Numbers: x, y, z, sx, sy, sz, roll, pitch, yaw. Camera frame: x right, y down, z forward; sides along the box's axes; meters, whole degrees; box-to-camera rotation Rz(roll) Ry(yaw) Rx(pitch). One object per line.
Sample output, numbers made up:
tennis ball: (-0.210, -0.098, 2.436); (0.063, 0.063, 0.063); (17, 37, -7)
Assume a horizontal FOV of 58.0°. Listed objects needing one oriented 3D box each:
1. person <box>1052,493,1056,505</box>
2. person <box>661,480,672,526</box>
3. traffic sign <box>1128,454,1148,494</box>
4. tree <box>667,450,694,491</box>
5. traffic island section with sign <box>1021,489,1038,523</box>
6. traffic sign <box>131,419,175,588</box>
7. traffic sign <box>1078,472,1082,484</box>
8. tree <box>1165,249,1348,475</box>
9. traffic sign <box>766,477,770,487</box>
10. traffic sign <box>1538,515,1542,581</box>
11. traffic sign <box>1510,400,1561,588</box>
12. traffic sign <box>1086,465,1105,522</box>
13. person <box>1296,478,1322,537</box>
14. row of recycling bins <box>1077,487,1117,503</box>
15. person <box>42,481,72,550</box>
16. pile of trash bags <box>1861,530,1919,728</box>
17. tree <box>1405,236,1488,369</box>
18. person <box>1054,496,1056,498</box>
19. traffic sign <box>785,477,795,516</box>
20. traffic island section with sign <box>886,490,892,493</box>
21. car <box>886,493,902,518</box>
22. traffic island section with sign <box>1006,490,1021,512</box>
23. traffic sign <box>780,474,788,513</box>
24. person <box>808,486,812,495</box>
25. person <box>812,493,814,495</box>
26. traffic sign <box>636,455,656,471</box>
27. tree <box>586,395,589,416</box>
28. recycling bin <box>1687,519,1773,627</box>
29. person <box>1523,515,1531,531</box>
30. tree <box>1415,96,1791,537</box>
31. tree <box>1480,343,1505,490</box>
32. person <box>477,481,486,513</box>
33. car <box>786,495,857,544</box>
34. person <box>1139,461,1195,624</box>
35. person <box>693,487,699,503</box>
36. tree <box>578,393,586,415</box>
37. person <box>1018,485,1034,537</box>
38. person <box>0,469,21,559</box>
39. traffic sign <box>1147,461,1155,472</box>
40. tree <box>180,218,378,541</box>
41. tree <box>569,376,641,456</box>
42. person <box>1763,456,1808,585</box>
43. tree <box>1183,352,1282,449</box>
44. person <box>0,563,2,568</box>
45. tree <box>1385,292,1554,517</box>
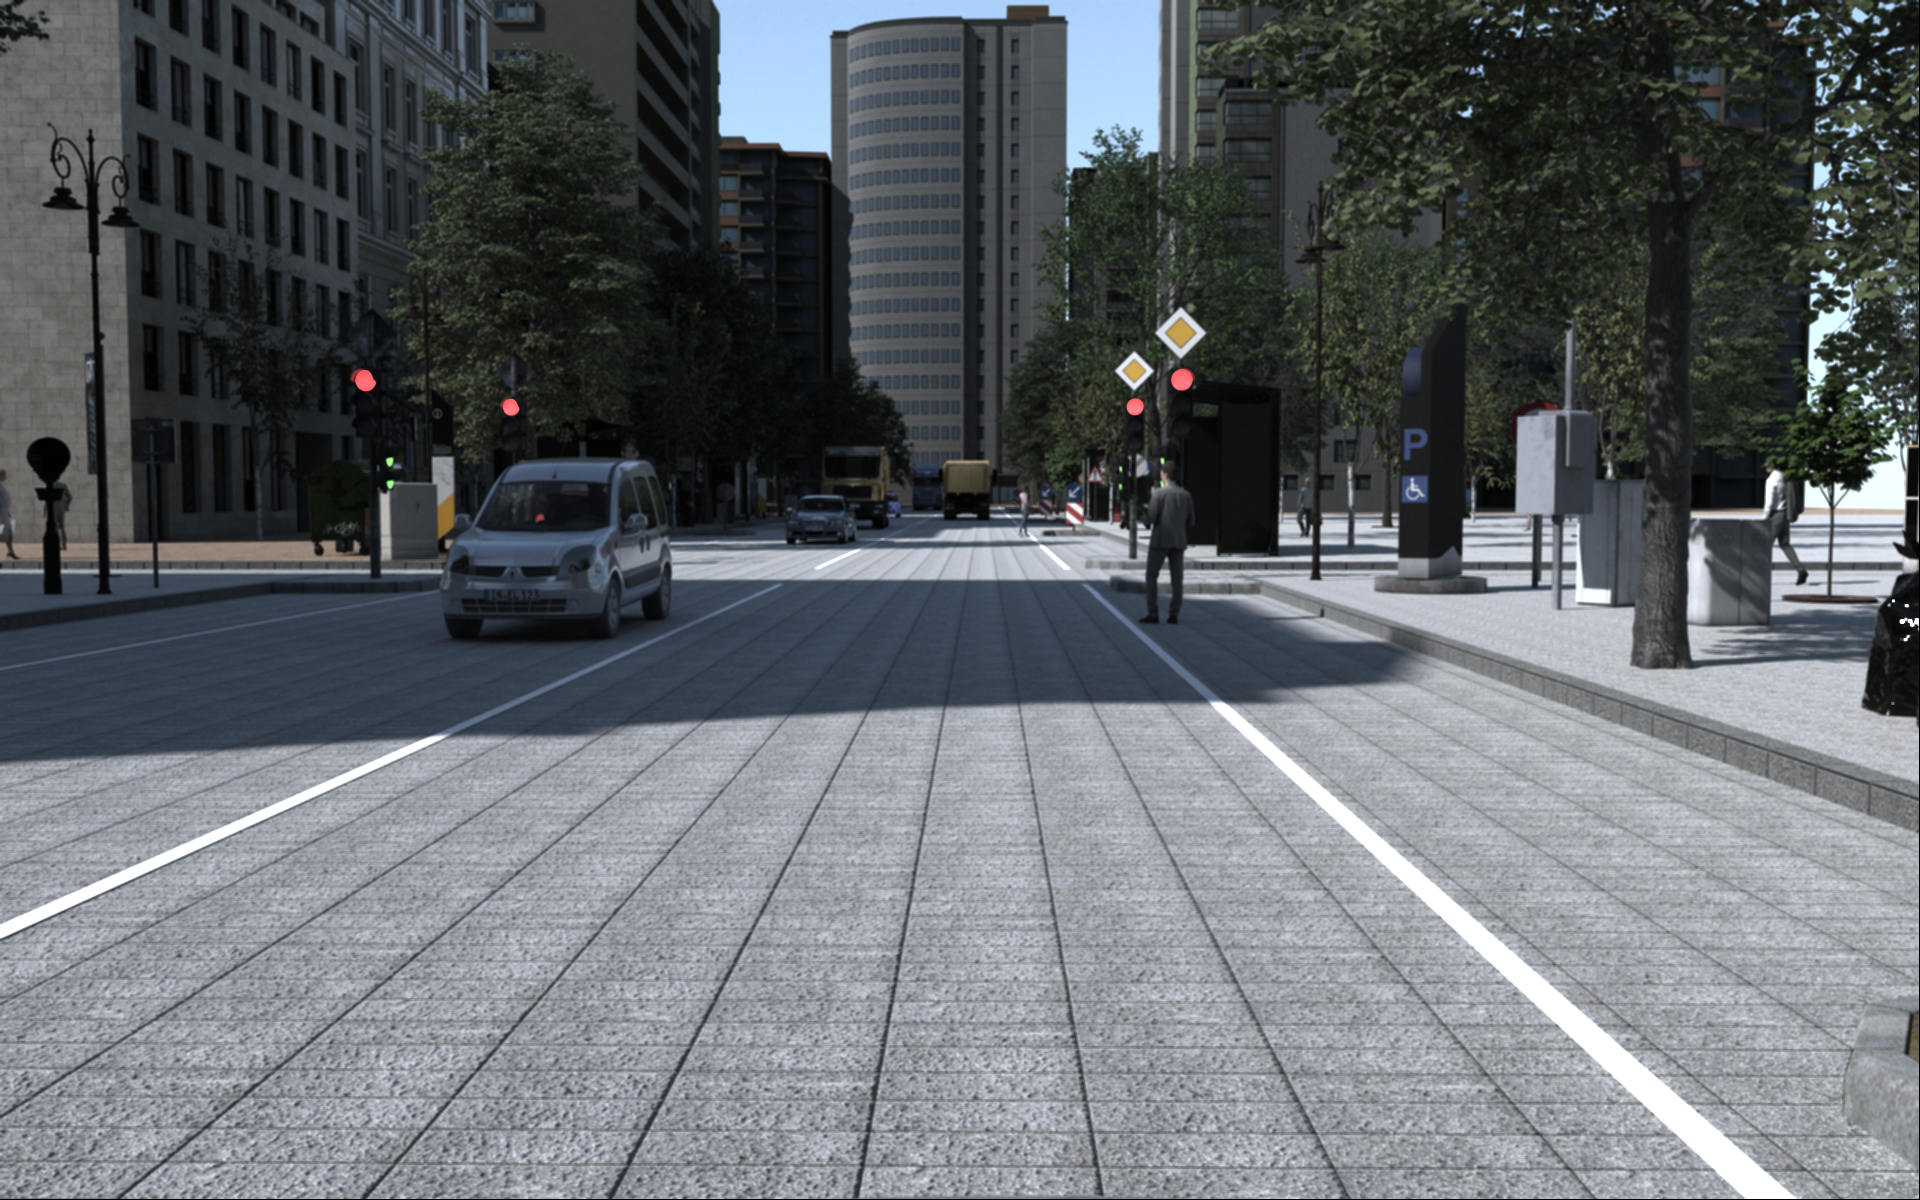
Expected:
person: (8.888, -9.570, 165.779); (0.557, 1.426, 1.065); (-2, 4, -35)
person: (-11.763, -3.856, 69.076); (0.794, 1.824, 0.713); (3, 5, 42)
traffic sign: (5.506, -3.321, 54.402); (0.768, 2.556, 0.104); (0, 4, 2)
tree: (-18.061, -9.109, 99.302); (4.360, 8.622, 3.978); (0, 3, 0)
traffic island section with sign: (4.174, -4.772, 86.645); (1.989, 1.847, 2.006); (0, 4, 1)
traffic sign: (-11.006, -1.317, 23.656); (0.606, 2.300, 0.079); (0, 4, 2)
traffic sign: (7.051, -5.983, 97.926); (0.768, 2.556, 0.104); (0, 4, 5)
tree: (15.242, -11.098, 88.101); (9.857, 13.997, 8.962); (0, 3, 0)
traffic sign: (-11.945, -6.349, 105.932); (0.606, 2.300, 0.079); (0, 4, 5)
traffic sign: (8.500, -1.546, 25.378); (0.768, 2.556, 0.104); (0, 4, 7)
traffic sign: (7.874, -1.440, 23.644); (0.768, 2.556, 0.104); (0, 4, 5)
traffic sign: (6.103, -4.787, 78.266); (0.884, 2.594, 0.081); (1, 4, 9)
person: (10.510, -2.781, 52.001); (0.782, 1.767, 0.515); (-1, 4, -18)
row of recycling bins: (7.925, -5.329, 94.244); (3.534, 1.692, 1.069); (2, 4, 34)
person: (-20.637, -2.044, 39.559); (0.391, 1.810, 0.635); (1, 4, 18)
pile of trash bags: (6.828, 0.027, 9.308); (3.447, 1.369, 1.912); (2, 4, 24)
tree: (16.204, -8.582, 66.065); (9.928, 11.665, 9.643); (0, 3, 0)
person: (9.281, -9.345, 158.828); (1.348, 1.824, 0.705); (2, 4, 30)
traffic sign: (-10.109, -6.161, 102.863); (0.606, 2.300, 0.079); (1, 4, 10)
traffic island section with sign: (-6.673, -9.543, 164.662); (1.989, 1.847, 2.006); (0, 4, 1)
car: (-4.533, -5.939, 106.688); (1.945, 1.707, 3.694); (0, 4, 0)
traffic island section with sign: (4.857, -7.793, 136.048); (1.989, 1.847, 2.006); (0, 4, 1)
traffic sign: (-11.184, -6.672, 109.194); (0.768, 2.556, 0.104); (0, 4, 3)
person: (-10.154, -6.764, 116.651); (0.705, 1.821, 1.348); (-1, 4, -19)
person: (-14.035, -9.602, 166.261); (0.991, 1.433, 0.599); (2, 4, 26)
traffic sign: (-10.235, -3.432, 56.215); (0.768, 2.556, 0.104); (0, 4, 5)
tree: (-18.216, -8.658, 91.922); (4.737, 8.622, 4.395); (0, 3, 0)
recycling bin: (7.504, -0.280, 17.137); (0.722, 1.027, 0.722); (-1, 4, -10)
person: (19.960, -3.318, 60.317); (0.581, 1.822, 0.654); (-3, 4, -36)
tree: (18.982, -8.639, 51.611); (12.009, 13.543, 11.850); (0, 3, 0)
tree: (22.838, -7.760, 77.231); (4.737, 8.622, 4.395); (0, 3, 0)
person: (-18.241, -3.648, 65.931); (0.529, 1.795, 0.600); (1, 4, 21)
car: (-4.070, -2.404, 51.313); (2.014, 1.417, 4.499); (0, 4, 2)
person: (2.269, -0.647, 19.279); (0.606, 1.804, 0.583); (-2, 4, -31)
person: (-14.340, -5.422, 94.712); (0.654, 1.822, 0.581); (3, 5, 41)
tree: (-18.712, -7.552, 73.836); (4.737, 8.622, 4.395); (0, 3, 0)
person: (2.171, -3.025, 58.556); (0.643, 1.750, 0.593); (-2, 4, -28)
person: (-18.837, -1.686, 33.968); (0.624, 1.780, 0.694); (-1, 4, -8)
traffic sign: (7.225, -4.075, 66.730); (0.768, 2.556, 0.104); (1, 4, 10)
tree: (-18.966, -5.924, 47.227); (4.360, 8.622, 3.978); (0, 3, 0)
tree: (-17.077, -8.194, 84.340); (4.360, 8.622, 3.978); (0, 3, 0)
person: (11.588, -1.120, 24.462); (0.679, 1.850, 0.850); (-2, 4, -35)
tree: (16.495, -10.376, 104.065); (7.601, 10.594, 8.767); (-1, 4, -15)
person: (-15.262, -1.268, 26.689); (0.836, 1.842, 0.656); (-2, 4, -34)
tree: (27.859, -10.914, 95.451); (9.611, 12.733, 9.660); (0, 3, 0)
